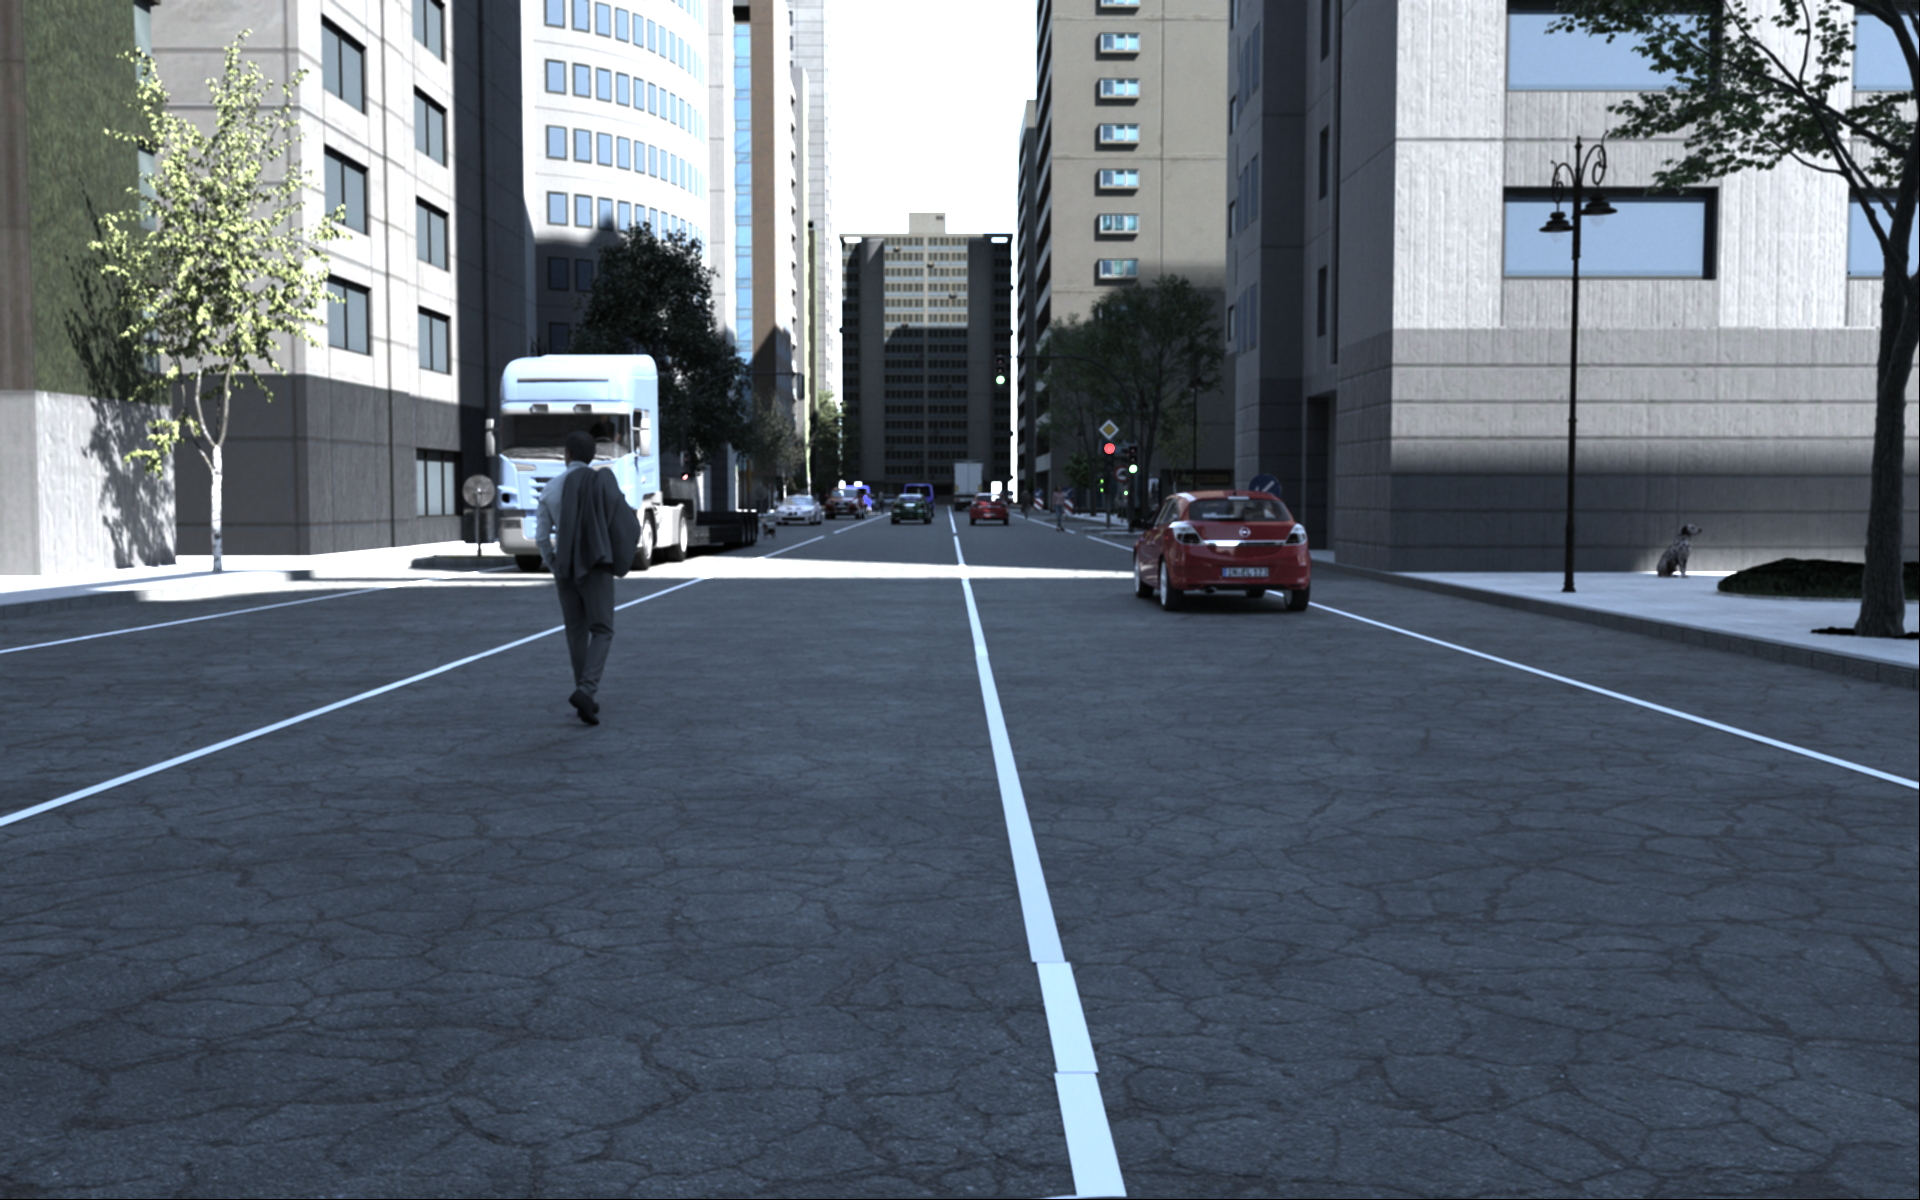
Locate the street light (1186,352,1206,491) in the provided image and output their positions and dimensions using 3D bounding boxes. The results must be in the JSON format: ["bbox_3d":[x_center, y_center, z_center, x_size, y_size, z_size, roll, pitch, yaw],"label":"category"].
[{"bbox_3d":[7.672,-5.124,56.569,0.468,5.910,1.993,0,4,0],"label":"street light"}]

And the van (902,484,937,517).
[{"bbox_3d":[-2.570,-6.353,108.262,2.240,2.365,5.245,0,3,0],"label":"van"}]

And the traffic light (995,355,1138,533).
[{"bbox_3d":[3.533,-5.026,56.842,4.771,5.953,1.251,0,4,0],"label":"traffic light"}]

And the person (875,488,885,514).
[{"bbox_3d":[-5.759,-7.125,124.836,0.795,1.843,0.661,0,4,0],"label":"person"}]

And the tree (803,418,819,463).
[{"bbox_3d":[-12.919,-10.974,129.781,4.360,8.622,3.978,0,3,0],"label":"tree"}]

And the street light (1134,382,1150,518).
[{"bbox_3d":[7.520,-6.050,71.698,0.468,5.910,1.993,0,4,0],"label":"street light"}]

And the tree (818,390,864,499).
[{"bbox_3d":[-14.356,-16.516,188.170,7.486,12.596,7.792,0,3,0],"label":"tree"}]

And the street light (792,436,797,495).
[{"bbox_3d":[-12.924,-9.939,135.290,0.468,5.910,1.993,0,4,0],"label":"street light"}]

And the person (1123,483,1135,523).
[{"bbox_3d":[7.589,-4.363,77.645,0.520,1.790,0.573,0,4,-8],"label":"person"}]

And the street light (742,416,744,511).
[{"bbox_3d":[-12.639,-7.818,100.615,0.468,5.910,1.993,0,4,0],"label":"street light"}]

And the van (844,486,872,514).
[{"bbox_3d":[-7.637,-7.555,127.914,2.240,2.365,5.245,0,4,1],"label":"van"}]

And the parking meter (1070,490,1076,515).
[{"bbox_3d":[6.975,-6.046,107.258,0.372,1.533,0.369,0,3,0],"label":"parking meter"}]

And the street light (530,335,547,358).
[{"bbox_3d":[-12.250,-4.755,50.539,0.468,5.910,1.993,0,4,0],"label":"street light"}]

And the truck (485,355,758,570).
[{"bbox_3d":[-6.982,-3.038,39.434,2.967,4.110,18.799,0,4,1],"label":"truck"}]

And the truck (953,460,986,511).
[{"bbox_3d":[0.761,-9.738,148.137,2.839,4.237,11.283,0,4,1],"label":"truck"}]

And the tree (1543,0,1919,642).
[{"bbox_3d":[8.464,-5.471,15.201,9.928,11.665,9.643,0,3,0],"label":"tree"}]

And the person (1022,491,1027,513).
[{"bbox_3d":[4.957,-7.584,131.858,0.474,1.900,0.648,1,4,9],"label":"person"}]

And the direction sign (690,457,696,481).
[{"bbox_3d":[-12.209,-5.302,78.677,0.379,3.537,0.876,1,4,17],"label":"direction sign"}]

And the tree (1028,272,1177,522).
[{"bbox_3d":[8.822,-9.476,80.682,9.928,11.665,9.643,0,3,0],"label":"tree"}]

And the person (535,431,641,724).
[{"bbox_3d":[-2.347,-0.144,10.962,0.679,1.850,0.850,0,4,2],"label":"person"}]

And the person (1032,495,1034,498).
[{"bbox_3d":[6.956,-9.005,153.995,1.217,1.743,0.721,2,4,26],"label":"person"}]

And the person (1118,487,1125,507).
[{"bbox_3d":[10.930,-6.703,115.987,0.721,1.781,0.623,2,4,33],"label":"person"}]

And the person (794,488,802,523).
[{"bbox_3d":[-8.138,-4.752,87.033,0.563,1.720,0.643,3,4,36],"label":"person"}]

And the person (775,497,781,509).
[{"bbox_3d":[-11.078,-5.656,105.660,0.332,1.250,0.352,3,5,41],"label":"person"}]

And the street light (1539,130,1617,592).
[{"bbox_3d":[7.981,-3.042,22.521,0.468,5.910,1.993,0,4,0],"label":"street light"}]

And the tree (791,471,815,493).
[{"bbox_3d":[-13.274,-9.118,143.673,1.663,3.219,1.824,0,3,0],"label":"tree"}]

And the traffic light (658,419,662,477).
[{"bbox_3d":[-10.236,-4.155,56.857,0.839,4.253,0.868,0,4,0],"label":"traffic light"}]

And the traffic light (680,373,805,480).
[{"bbox_3d":[-8.209,-5.518,64.894,4.771,5.953,1.251,0,4,0],"label":"traffic light"}]

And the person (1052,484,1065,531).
[{"bbox_3d":[3.793,-3.562,66.747,0.555,1.821,0.388,-2,4,-30],"label":"person"}]

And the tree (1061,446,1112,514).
[{"bbox_3d":[8.294,-7.962,113.884,4.285,4.588,4.351,0,3,0],"label":"tree"}]

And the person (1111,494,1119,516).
[{"bbox_3d":[8.981,-5.439,99.243,0.640,1.303,0.475,0,4,0],"label":"person"}]

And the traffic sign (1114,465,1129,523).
[{"bbox_3d":[7.179,-4.680,76.629,0.768,2.556,0.104,0,4,1],"label":"traffic sign"}]

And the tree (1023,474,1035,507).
[{"bbox_3d":[7.089,-10.954,173.695,1.663,3.219,1.824,0,3,0],"label":"tree"}]

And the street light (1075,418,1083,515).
[{"bbox_3d":[7.296,-8.132,105.747,0.468,5.910,1.993,0,4,0],"label":"street light"}]

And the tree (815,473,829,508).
[{"bbox_3d":[-13.176,-10.157,160.675,1.663,3.219,1.824,0,3,0],"label":"tree"}]

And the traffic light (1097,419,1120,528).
[{"bbox_3d":[5.560,-4.652,64.985,0.839,4.253,0.868,0,4,0],"label":"traffic light"}]

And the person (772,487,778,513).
[{"bbox_3d":[-12.496,-6.822,117.941,0.624,1.780,0.694,-1,4,-12],"label":"person"}]

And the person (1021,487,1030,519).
[{"bbox_3d":[3.831,-5.674,101.232,0.622,1.834,0.822,1,4,20],"label":"person"}]
